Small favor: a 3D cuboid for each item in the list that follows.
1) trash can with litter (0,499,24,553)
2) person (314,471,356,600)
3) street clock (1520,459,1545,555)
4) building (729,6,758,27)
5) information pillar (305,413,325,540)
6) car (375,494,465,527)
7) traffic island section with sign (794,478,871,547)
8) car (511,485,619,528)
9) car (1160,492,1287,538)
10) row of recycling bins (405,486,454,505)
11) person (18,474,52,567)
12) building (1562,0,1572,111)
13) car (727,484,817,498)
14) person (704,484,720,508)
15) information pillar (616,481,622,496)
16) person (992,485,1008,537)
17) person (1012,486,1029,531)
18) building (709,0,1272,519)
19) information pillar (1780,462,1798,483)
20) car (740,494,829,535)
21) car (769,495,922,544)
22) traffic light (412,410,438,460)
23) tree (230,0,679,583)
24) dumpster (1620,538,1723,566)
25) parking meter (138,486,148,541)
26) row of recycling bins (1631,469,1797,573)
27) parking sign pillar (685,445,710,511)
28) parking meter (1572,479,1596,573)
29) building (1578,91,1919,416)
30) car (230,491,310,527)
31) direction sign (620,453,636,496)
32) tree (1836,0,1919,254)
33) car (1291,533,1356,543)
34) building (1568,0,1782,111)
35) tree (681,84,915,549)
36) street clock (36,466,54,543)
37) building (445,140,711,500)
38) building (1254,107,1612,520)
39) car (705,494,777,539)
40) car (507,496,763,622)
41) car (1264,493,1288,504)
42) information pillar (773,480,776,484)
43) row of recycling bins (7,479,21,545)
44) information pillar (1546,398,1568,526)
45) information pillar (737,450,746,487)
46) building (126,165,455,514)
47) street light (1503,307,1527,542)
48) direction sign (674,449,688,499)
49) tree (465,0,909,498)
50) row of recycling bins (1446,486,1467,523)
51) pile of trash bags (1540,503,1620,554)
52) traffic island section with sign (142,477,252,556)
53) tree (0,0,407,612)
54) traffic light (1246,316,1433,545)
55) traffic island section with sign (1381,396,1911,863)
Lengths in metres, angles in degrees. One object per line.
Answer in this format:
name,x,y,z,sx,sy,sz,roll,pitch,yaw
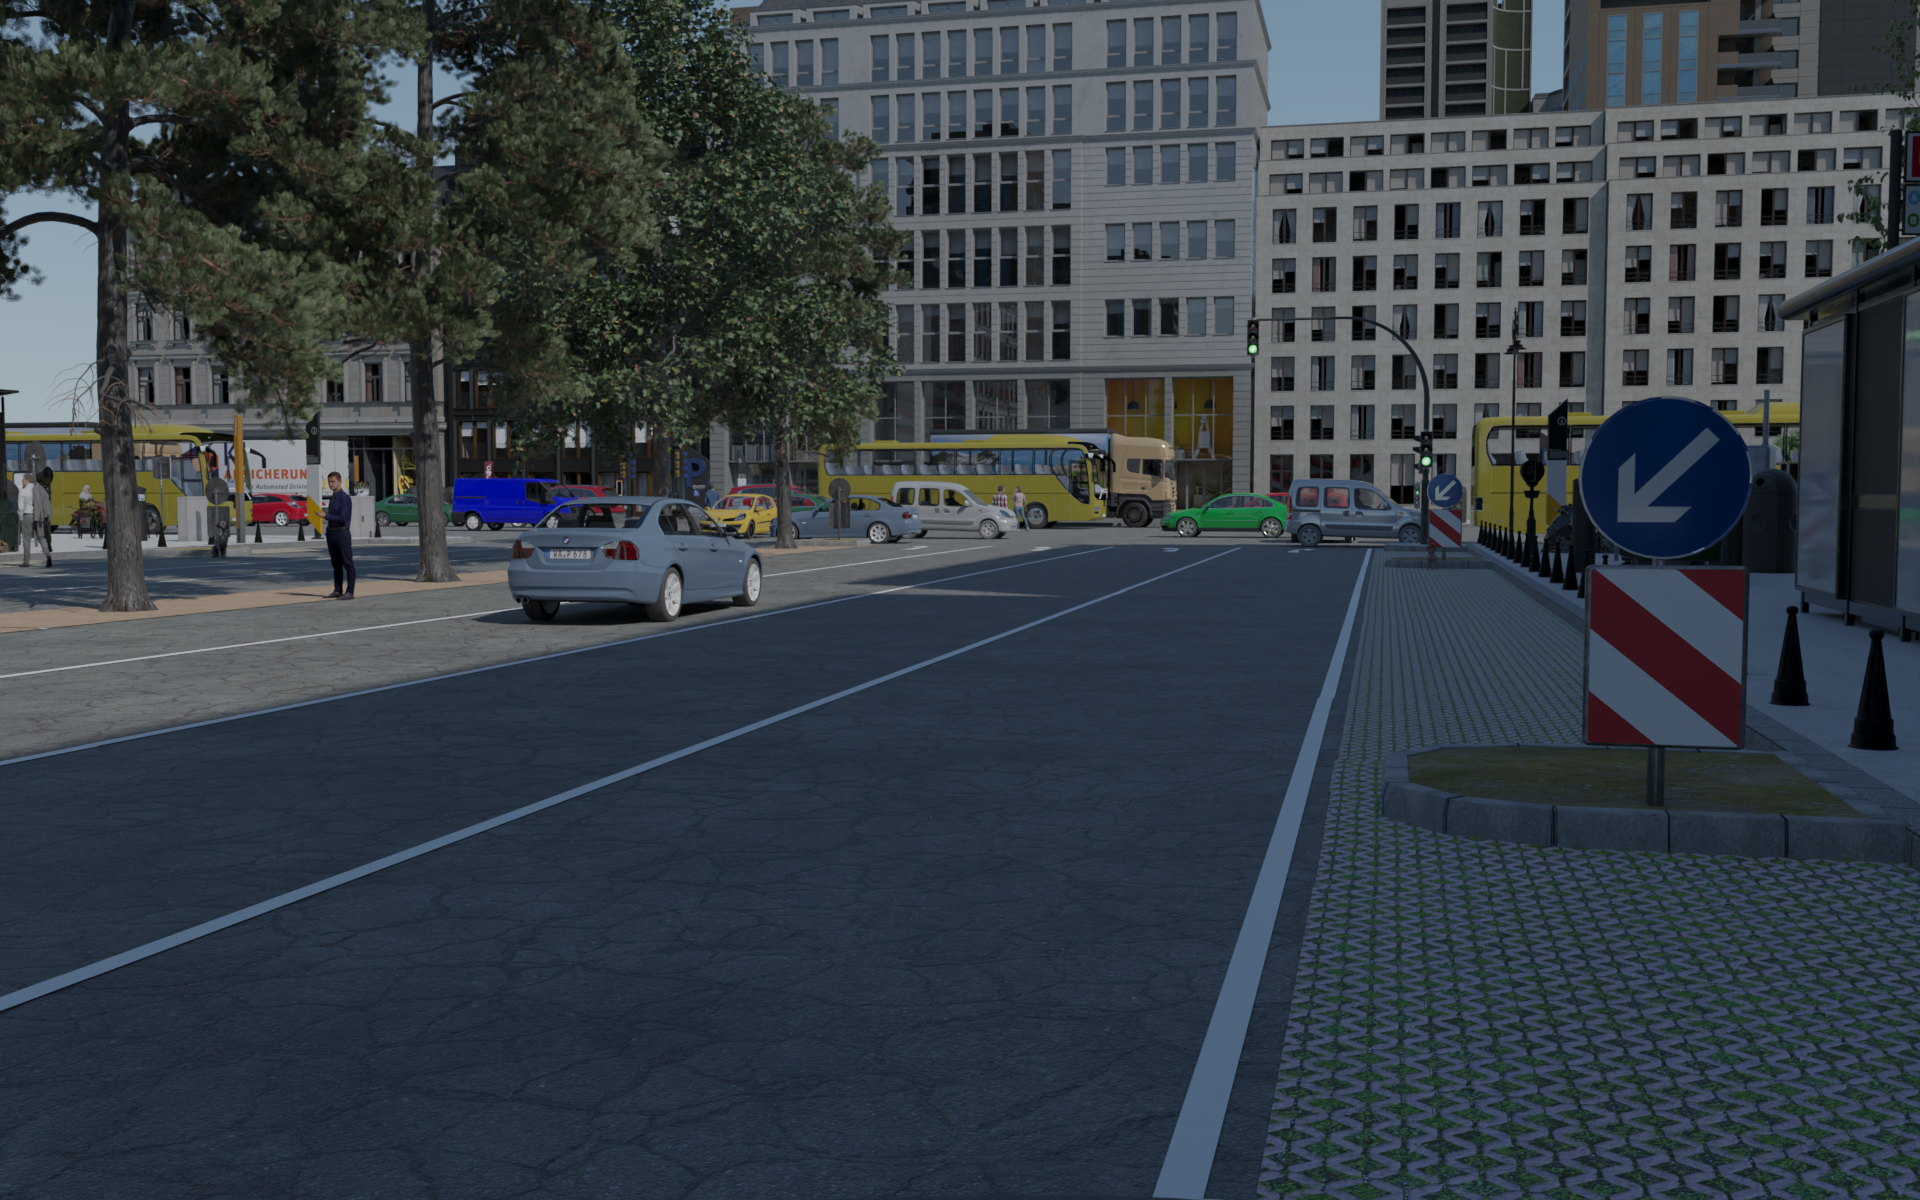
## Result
trash can with litter,-20.953,-1.629,38.024,0.624,1.170,1.055,-1,4,-12
person,-8.505,-0.876,23.535,0.576,1.737,0.504,2,4,34
street clock,11.972,-1.939,36.274,0.471,2.002,0.358,1,4,9
building,-11.179,-30.964,156.377,14.600,45.320,14.200,1,4,14
information pillar,-18.241,-3.521,48.925,0.504,3.616,0.183,2,4,25
car,-23.915,-3.973,76.750,4.920,1.459,2.131,1,4,12
traffic island section with sign,-3.532,-2.441,48.051,2.006,1.907,1.989,1,4,14
car,-16.949,-3.997,74.030,5.304,1.827,2.281,1,4,13
car,8.994,-2.965,57.267,4.718,1.807,1.959,1,4,15
row of recycling bins,-28.545,-5.316,94.028,1.069,1.692,3.534,2,4,30
person,-18.047,-1.541,33.804,0.850,1.850,0.679,2,4,27
building,64.036,-43.972,157.191,20.563,71.187,20.611,1,4,14
car,-6.485,-3.481,65.593,5.304,1.827,2.281,1,4,12
person,-8.973,-3.329,63.113,0.721,1.800,0.419,-1,4,-20
information pillar,-18.562,-5.498,94.383,0.304,2.012,0.304,-1,4,-14
person,1.337,-2.968,57.865,0.563,1.720,0.643,2,4,30
person,2.364,-3.537,66.926,0.593,1.750,0.643,-2,4,-34
building,1.786,-19.515,96.567,29.804,29.767,11.434,1,4,14
information pillar,19.101,-2.166,39.912,0.304,2.012,0.304,-1,4,-8
car,-6.037,-3.011,61.023,4.920,1.459,2.131,1,4,13
car,-3.386,-2.376,50.855,4.499,1.417,2.014,1,4,13
traffic light,-15.616,-3.774,50.632,0.839,4.253,0.868,1,4,14
tree,-8.669,-7.221,27.950,7.806,13.903,7.818,0,3,0
dumpster,10.317,-1.389,25.203,1.502,2.255,1.985,1,4,14
parking meter,-22.390,-2.376,47.261,0.372,1.533,0.369,0,3,0
row of recycling bins,12.871,-1.378,29.636,1.069,1.692,3.534,-1,4,-18
parking sign pillar,-14.238,-6.449,93.905,1.447,3.967,1.447,1,4,9
parking meter,10.194,-1.216,28.292,0.372,1.533,0.369,0,3,0
building,40.749,-14.205,87.005,16.860,20.320,10.420,1,4,14
car,-31.069,-4.181,77.397,4.494,1.783,2.155,1,4,14
direction sign,-17.569,-6.098,91.701,0.876,3.537,0.379,0,4,2
tree,13.936,-4.473,23.501,4.737,8.622,4.395,0,3,0
car,10.993,-2.637,52.149,2.155,1.783,4.494,1,4,15
building,57.371,-30.041,141.279,14.600,45.320,14.200,1,4,14
tree,-4.649,-7.363,44.890,6.751,12.117,7.091,0,3,0
street clock,-23.990,-2.498,45.414,0.358,2.002,0.471,0,4,4
building,-20.170,-16.719,103.030,15.834,23.373,12.332,1,4,14
building,24.495,-14.481,91.508,16.860,20.320,10.420,1,4,14
car,-7.161,-2.834,56.565,2.015,1.641,3.980,1,4,14
car,-3.783,-0.538,20.802,2.014,1.417,4.499,1,4,12
car,12.464,-3.713,69.755,4.494,1.783,2.155,1,4,12
information pillar,-9.345,-5.148,88.664,0.304,2.012,0.304,2,4,32
row of recycling bins,-25.125,-2.256,43.994,3.534,1.692,1.069,2,4,33
information pillar,14.635,-3.125,42.444,0.504,3.616,0.183,0,4,-6
information pillar,-11.615,-6.160,92.067,0.504,3.616,0.183,-2,4,-32
building,-48.019,-15.713,107.822,40.483,20.767,10.553,1,4,14
street light,13.745,-4.296,43.028,0.468,5.910,1.993,1,4,14
direction sign,-14.191,-5.882,88.171,0.379,3.537,0.876,3,4,38
tree,-6.289,-7.155,36.456,9.611,12.733,9.660,0,3,0
row of recycling bins,22.275,-4.324,77.814,1.069,1.692,3.534,1,4,14
pile of trash bags,14.399,-1.774,38.752,1.912,1.369,3.447,3,4,39
traffic island section with sign,-17.799,-1.955,40.594,1.989,1.847,2.006,1,4,14
tree,-10.250,-5.890,20.808,6.751,12.117,7.091,0,3,0
traffic light,9.734,-4.259,44.297,4.771,5.953,1.251,1,4,14
traffic island section with sign,2.940,0.049,7.820,1.989,1.847,2.006,1,4,14
